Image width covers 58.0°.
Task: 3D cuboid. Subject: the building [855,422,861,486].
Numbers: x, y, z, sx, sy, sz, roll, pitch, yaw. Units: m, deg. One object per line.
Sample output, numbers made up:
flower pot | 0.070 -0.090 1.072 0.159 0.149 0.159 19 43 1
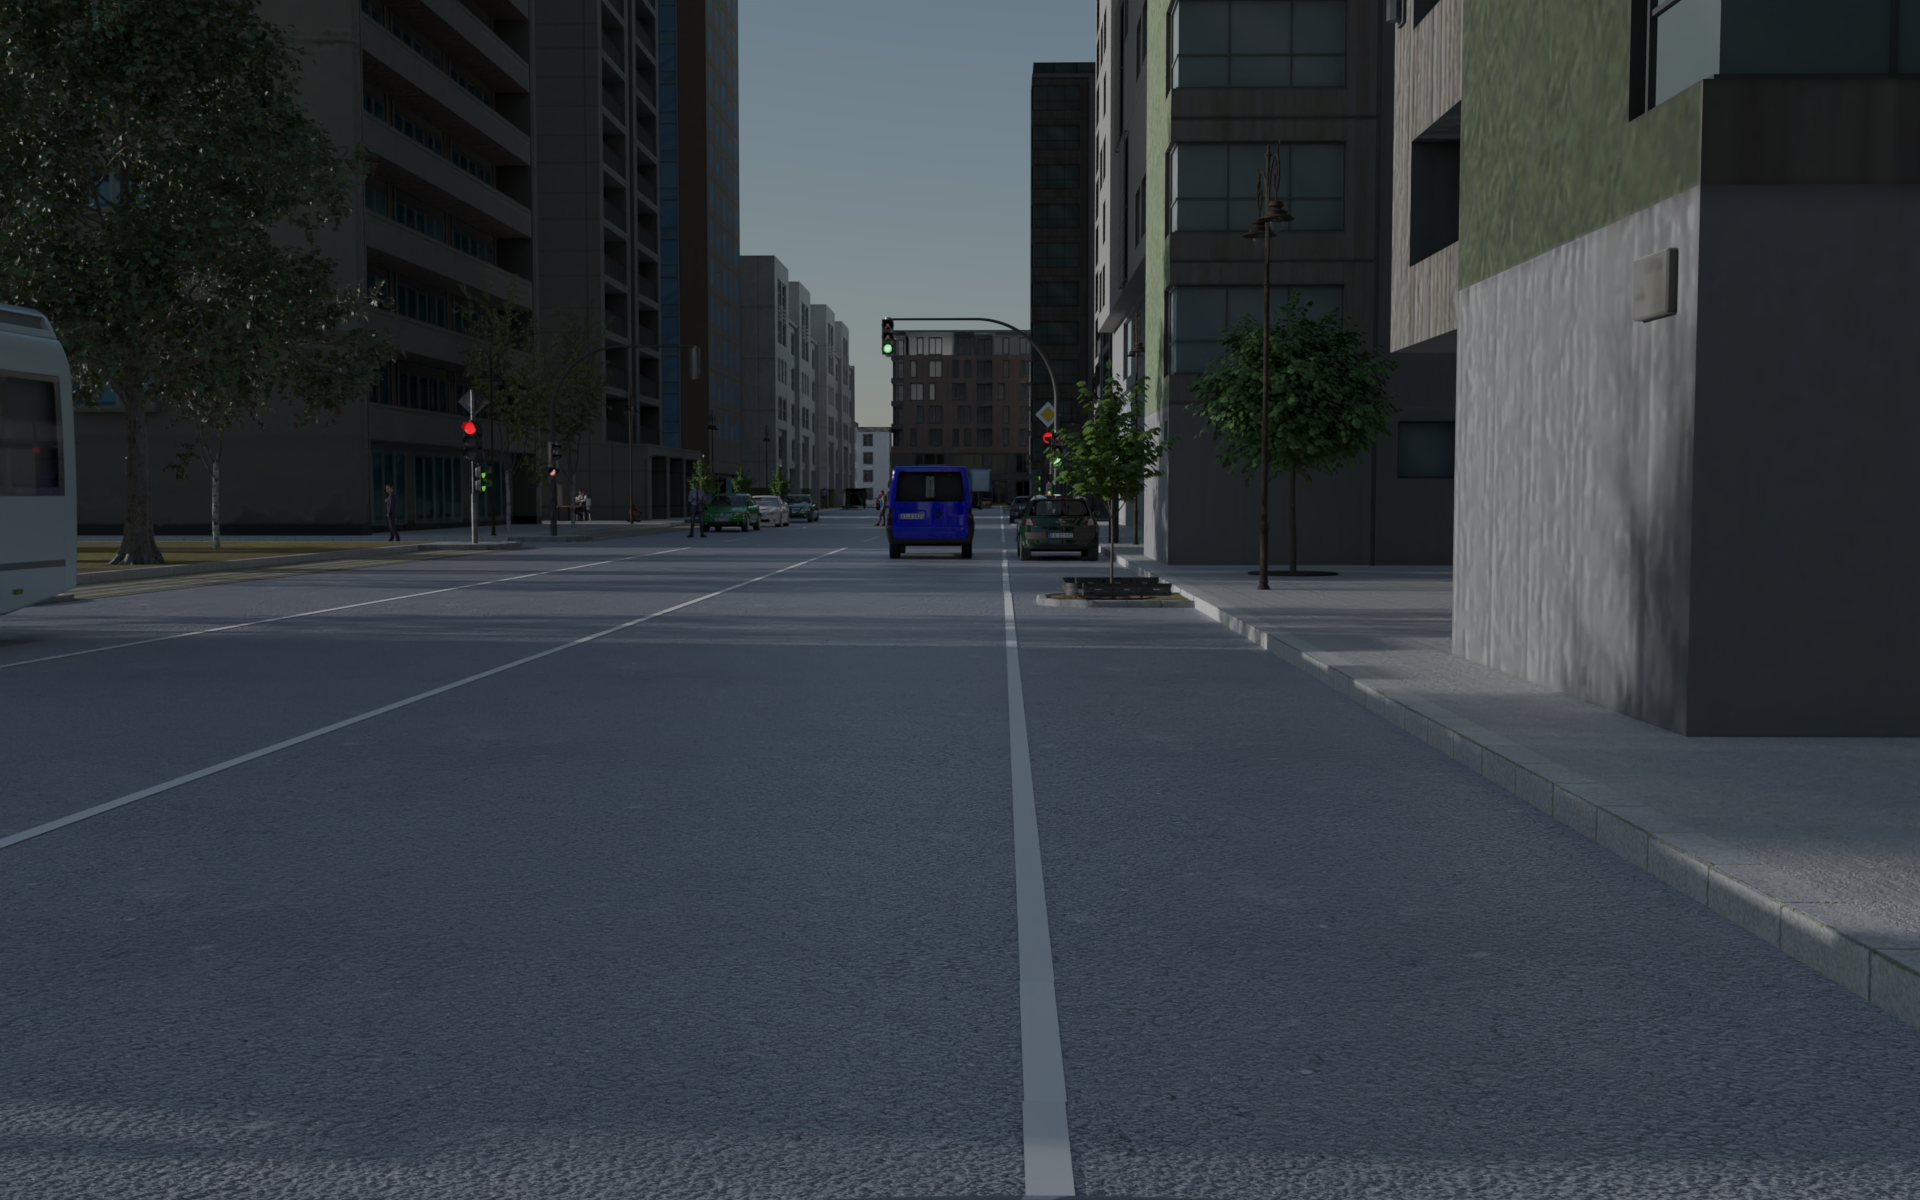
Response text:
building | -26.112 -15.809 200.622 28.070 9.664 9.099 0 4 1

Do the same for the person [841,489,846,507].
person | -11.539 -10.069 171.340 0.551 1.740 0.621 -1 4 -12

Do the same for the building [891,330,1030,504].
building | 7.908 -23.360 225.915 32.646 21.610 27.936 0 4 1

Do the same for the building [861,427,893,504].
building | -22.674 -16.806 216.926 28.070 9.664 9.099 0 4 1

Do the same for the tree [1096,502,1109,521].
tree | 6.635 -5.367 82.359 1.663 3.219 1.824 0 3 0

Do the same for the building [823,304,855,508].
building | -20.436 -19.014 177.334 16.747 18.905 31.486 0 4 1

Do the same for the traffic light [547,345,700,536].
traffic light | -10.348 -4.792 53.010 4.771 5.953 1.251 0 4 1

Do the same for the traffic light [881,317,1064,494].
traffic light | 0.378 -4.278 44.615 4.771 5.953 1.251 0 4 1

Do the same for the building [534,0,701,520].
building | -25.125 -40.030 92.748 20.563 71.187 20.611 0 4 1

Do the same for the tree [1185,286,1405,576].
tree | 5.307 -2.685 27.618 4.285 4.588 4.351 0 3 0

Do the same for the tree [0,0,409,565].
tree | -15.139 -7.009 31.605 9.611 12.733 9.660 0 3 0

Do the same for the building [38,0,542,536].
building | -28.802 -26.840 62.530 21.300 48.544 21.600 0 4 1

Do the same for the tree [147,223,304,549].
tree | -17.529 -5.535 40.858 4.360 8.622 3.978 0 3 0

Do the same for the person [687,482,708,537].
person | -8.637 -2.974 56.986 0.709 1.838 0.599 -1 4 -16

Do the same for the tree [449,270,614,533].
tree | -14.828 -6.542 57.319 4.737 8.622 4.395 0 3 0

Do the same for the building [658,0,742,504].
building | -23.204 -28.733 119.903 14.600 45.320 14.200 0 4 1

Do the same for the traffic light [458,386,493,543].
traffic light | -12.626 -3.432 45.040 0.839 4.253 0.868 0 4 1

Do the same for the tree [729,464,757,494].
tree | -14.133 -7.148 111.477 1.663 3.219 1.824 0 3 0

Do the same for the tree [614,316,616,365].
tree | -14.832 -7.053 65.672 4.737 8.622 4.395 0 3 0

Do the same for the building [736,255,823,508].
building | -21.705 -16.999 144.384 16.747 18.905 31.486 0 4 1

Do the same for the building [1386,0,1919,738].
building | 11.011 -14.875 14.901 14.160 30.474 14.107 0 4 1

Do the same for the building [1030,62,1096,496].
building | 11.838 -21.276 119.562 14.160 30.474 14.107 0 4 1

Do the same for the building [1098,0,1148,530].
building | 18.930 -29.055 64.294 27.495 52.752 28.713 0 4 1

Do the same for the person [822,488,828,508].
person | -12.134 -9.211 156.506 0.709 1.838 0.599 1 4 23

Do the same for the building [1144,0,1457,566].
building | 10.918 -21.593 36.636 14.154 41.232 14.086 0 4 1

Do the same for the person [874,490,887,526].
person | -3.516 -4.124 77.792 0.662 1.594 0.647 -1 4 -20

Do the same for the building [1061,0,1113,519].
building | 15.892 -40.040 92.908 20.563 71.187 20.611 0 4 1

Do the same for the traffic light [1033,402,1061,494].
traffic light | 2.656 -3.900 52.691 0.839 4.253 0.868 0 4 1

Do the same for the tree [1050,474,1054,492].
tree | 6.581 -8.864 139.524 1.663 3.219 1.824 0 3 0

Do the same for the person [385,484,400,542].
person | -15.514 -2.315 47.272 0.530 1.710 0.541 0 4 -4

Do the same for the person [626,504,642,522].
person | -14.880 -3.973 79.288 0.859 0.850 0.655 -1 4 -19

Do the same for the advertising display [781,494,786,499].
advertising display | -12.335 -7.080 120.978 0.123 1.923 0.974 0 4 5

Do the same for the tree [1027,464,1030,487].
tree | 7.047 -9.804 144.013 4.285 4.588 4.351 0 3 0
